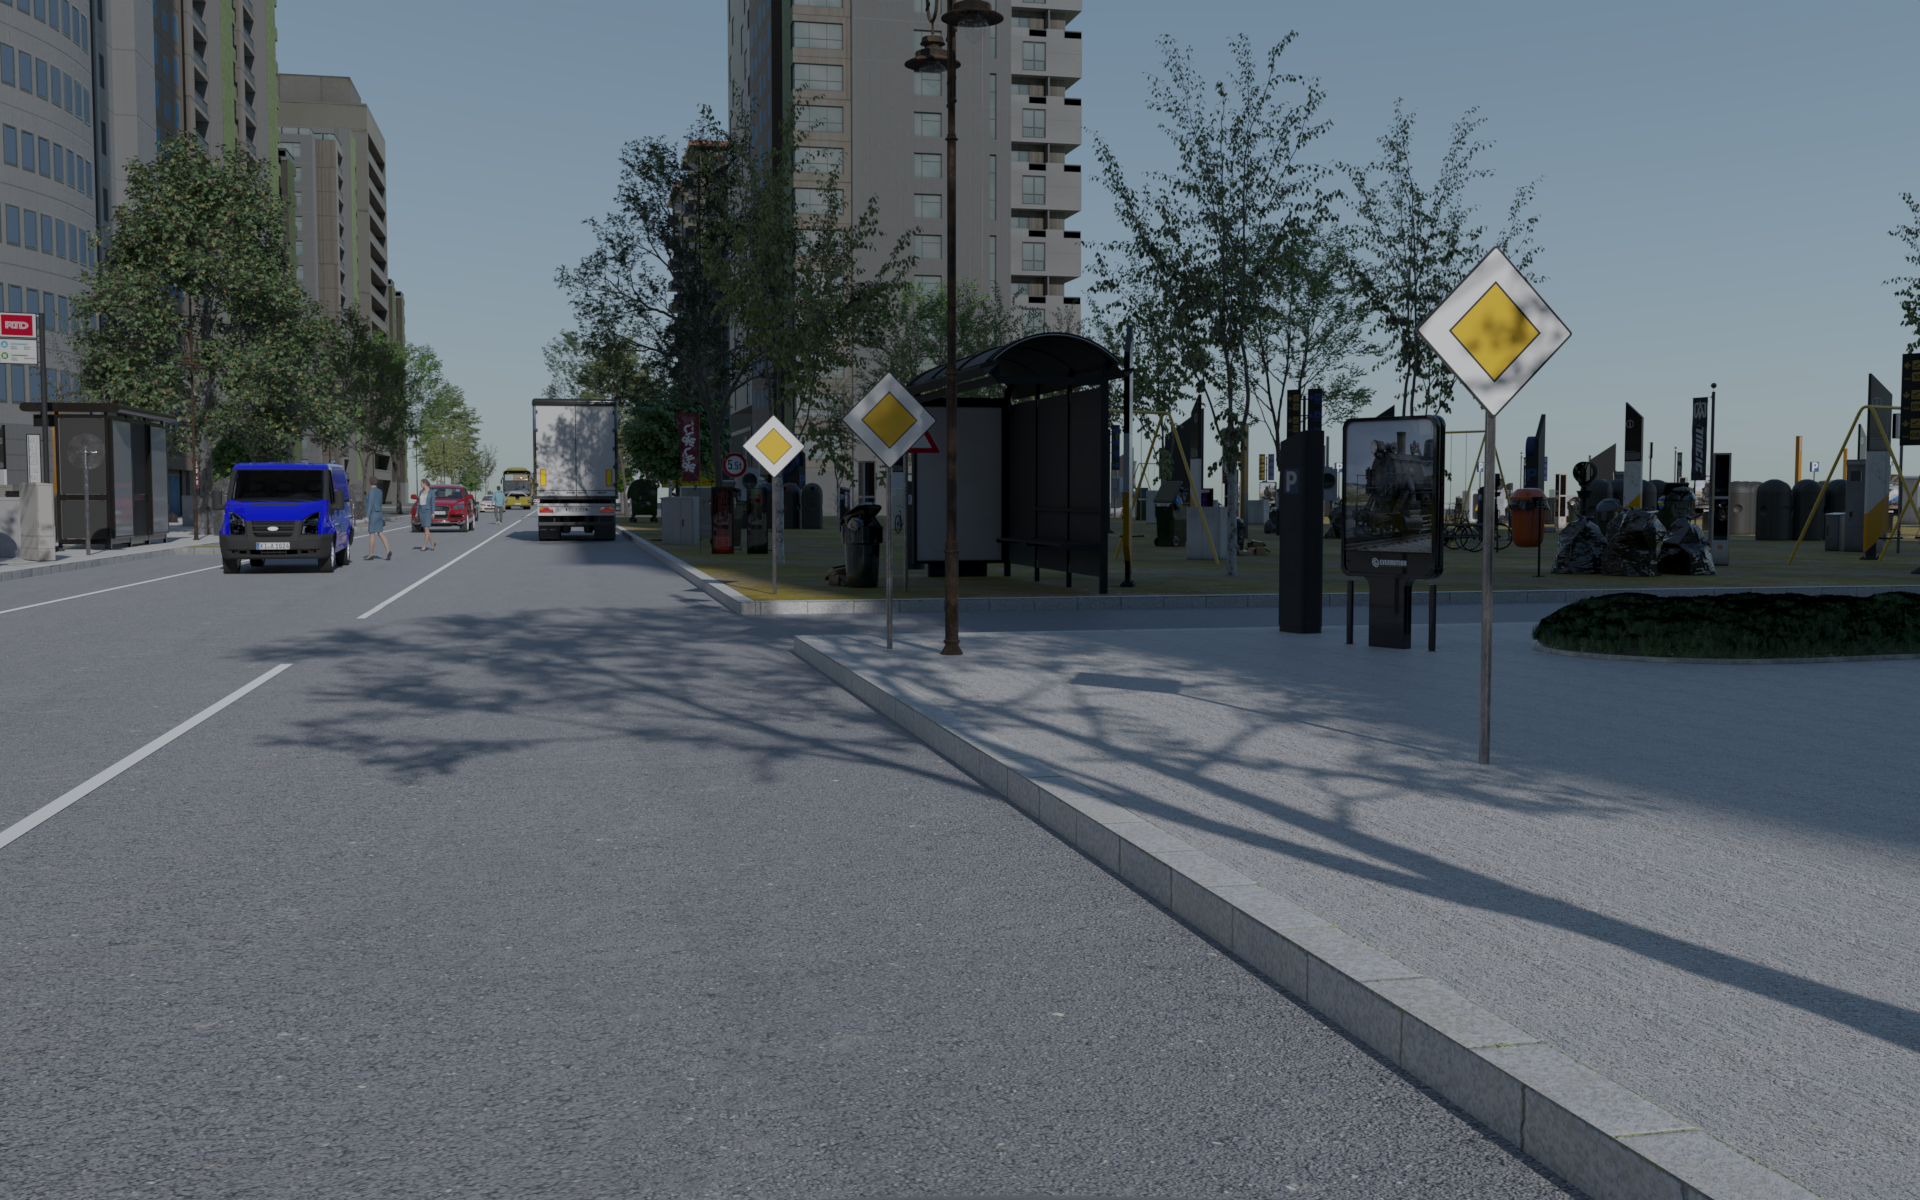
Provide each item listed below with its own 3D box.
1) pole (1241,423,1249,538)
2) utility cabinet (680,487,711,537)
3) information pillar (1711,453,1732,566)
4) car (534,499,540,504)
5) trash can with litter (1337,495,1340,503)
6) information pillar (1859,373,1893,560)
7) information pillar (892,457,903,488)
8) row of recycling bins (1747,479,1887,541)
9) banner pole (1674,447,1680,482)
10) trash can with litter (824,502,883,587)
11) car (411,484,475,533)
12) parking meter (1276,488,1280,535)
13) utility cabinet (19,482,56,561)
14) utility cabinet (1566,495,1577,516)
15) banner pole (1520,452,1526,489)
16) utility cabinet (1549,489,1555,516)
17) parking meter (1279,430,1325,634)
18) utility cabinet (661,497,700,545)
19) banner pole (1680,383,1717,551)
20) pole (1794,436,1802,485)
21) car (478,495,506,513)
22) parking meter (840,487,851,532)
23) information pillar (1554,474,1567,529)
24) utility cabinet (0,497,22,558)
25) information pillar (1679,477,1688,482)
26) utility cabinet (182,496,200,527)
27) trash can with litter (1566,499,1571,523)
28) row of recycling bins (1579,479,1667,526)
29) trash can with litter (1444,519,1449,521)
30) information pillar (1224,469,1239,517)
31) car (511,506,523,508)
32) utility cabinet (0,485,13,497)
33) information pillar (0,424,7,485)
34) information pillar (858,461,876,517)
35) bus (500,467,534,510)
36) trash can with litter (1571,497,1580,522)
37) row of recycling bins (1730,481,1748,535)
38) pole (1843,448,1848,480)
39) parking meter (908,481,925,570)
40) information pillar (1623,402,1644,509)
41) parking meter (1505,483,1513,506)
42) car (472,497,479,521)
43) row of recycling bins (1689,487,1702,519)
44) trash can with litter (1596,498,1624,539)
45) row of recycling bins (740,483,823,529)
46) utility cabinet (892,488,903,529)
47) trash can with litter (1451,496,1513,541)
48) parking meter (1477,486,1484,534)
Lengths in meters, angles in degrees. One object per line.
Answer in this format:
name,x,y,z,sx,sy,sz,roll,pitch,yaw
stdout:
pole,8.223,-3.436,50.025,0.158,3.312,0.155,0,3,0
utility cabinet,-7.588,-2.575,50.773,1.173,1.500,0.318,-1,4,-13
information pillar,13.603,-1.619,30.958,0.304,2.012,0.304,1,4,23
car,-57.601,-13.565,234.142,2.083,1.381,4.827,-1,4,-13
trash can with litter,22.101,-5.439,99.985,2.233,1.210,1.678,-2,4,-28
information pillar,17.838,-2.589,33.681,0.504,3.616,0.183,-1,4,-9
information pillar,-2.340,-4.555,65.822,0.504,3.616,0.183,-1,4,-10
row of recycling bins,23.840,-2.492,47.853,3.534,1.692,1.069,0,4,-2
banner pole,37.765,-6.187,91.181,0.401,3.779,0.863,-1,4,-10
trash can with litter,-1.527,-0.770,23.977,0.624,1.170,1.055,-3,4,-37
car,-19.704,-3.513,66.116,2.281,1.827,5.304,-1,4,-12
parking meter,10.001,-2.772,53.734,0.372,1.533,0.369,0,3,0
utility cabinet,-17.724,-1.505,33.285,0.318,1.500,1.173,-3,5,-42
utility cabinet,33.978,-5.249,96.988,1.020,1.237,0.306,0,4,5
banner pole,33.554,-6.910,103.000,0.401,3.779,0.863,-3,5,-39
utility cabinet,27.878,-4.432,81.150,0.318,1.500,1.173,0,4,7
parking meter,3.157,-0.632,16.043,0.255,1.863,0.399,-2,4,-26
utility cabinet,-7.132,-2.019,44.165,1.020,1.237,0.306,2,4,30
banner pole,16.861,-3.011,39.249,0.401,3.779,0.863,-1,4,-20
pole,29.369,-4.090,60.711,0.158,3.312,0.155,0,3,0
car,-36.585,-7.533,135.528,2.083,1.381,4.827,-1,4,-12
parking meter,-3.901,-3.082,58.794,0.372,1.533,0.369,0,3,0
information pillar,21.848,-3.578,62.991,0.304,2.012,0.304,-1,4,-10
utility cabinet,-19.305,-1.435,34.624,0.306,1.237,1.020,2,4,34
information pillar,31.285,-4.309,74.951,0.304,2.012,0.304,3,4,36
utility cabinet,-30.290,-3.518,68.678,1.020,1.237,0.306,-2,4,-23
trash can with litter,27.418,-4.070,77.928,0.624,1.170,1.055,-1,4,-21
row of recycling bins,18.538,-2.505,48.075,3.534,1.692,1.069,-2,4,-34
trash can with litter,23.603,-4.385,82.757,2.233,1.210,1.678,3,5,39
information pillar,8.015,-2.855,51.179,0.304,2.012,0.304,-3,5,-42
car,-46.183,-10.389,179.639,2.009,1.686,4.222,-1,4,-11
utility cabinet,-22.668,-1.950,40.564,0.318,1.500,1.173,0,4,3
information pillar,-32.234,-4.095,58.311,0.504,3.616,0.183,3,4,38
information pillar,-2.057,-2.068,38.311,0.304,2.012,0.304,-2,4,-27
bus,-41.295,-10.388,161.397,2.896,3.916,12.252,-1,4,-15
trash can with litter,26.541,-3.773,73.078,1.055,1.170,0.624,0,4,-8
row of recycling bins,25.307,-2.968,55.634,1.069,1.692,3.534,3,4,37
pole,39.537,-5.110,77.391,0.158,3.312,0.155,0,3,0
parking meter,-0.783,-1.295,29.579,0.372,1.533,0.369,0,3,0
information pillar,17.074,-3.217,43.955,0.183,3.616,0.504,-3,4,-37
parking meter,28.525,-5.154,89.978,0.255,1.863,0.399,3,5,43
car,-26.006,-4.908,90.026,2.009,1.686,4.222,-1,4,-12
row of recycling bins,38.394,-5.028,89.317,3.534,1.692,1.069,-2,4,-25
trash can with litter,16.167,-1.954,43.330,0.624,1.170,1.055,3,5,41
row of recycling bins,-6.746,-3.483,64.064,3.534,1.692,1.069,1,4,14
utility cabinet,-2.095,-3.302,62.667,1.173,1.500,0.318,-3,5,-42
trash can with litter,14.986,-2.249,47.821,2.233,1.210,1.678,0,4,-6
parking meter,18.140,-3.161,60.092,0.372,1.533,0.369,0,3,0
